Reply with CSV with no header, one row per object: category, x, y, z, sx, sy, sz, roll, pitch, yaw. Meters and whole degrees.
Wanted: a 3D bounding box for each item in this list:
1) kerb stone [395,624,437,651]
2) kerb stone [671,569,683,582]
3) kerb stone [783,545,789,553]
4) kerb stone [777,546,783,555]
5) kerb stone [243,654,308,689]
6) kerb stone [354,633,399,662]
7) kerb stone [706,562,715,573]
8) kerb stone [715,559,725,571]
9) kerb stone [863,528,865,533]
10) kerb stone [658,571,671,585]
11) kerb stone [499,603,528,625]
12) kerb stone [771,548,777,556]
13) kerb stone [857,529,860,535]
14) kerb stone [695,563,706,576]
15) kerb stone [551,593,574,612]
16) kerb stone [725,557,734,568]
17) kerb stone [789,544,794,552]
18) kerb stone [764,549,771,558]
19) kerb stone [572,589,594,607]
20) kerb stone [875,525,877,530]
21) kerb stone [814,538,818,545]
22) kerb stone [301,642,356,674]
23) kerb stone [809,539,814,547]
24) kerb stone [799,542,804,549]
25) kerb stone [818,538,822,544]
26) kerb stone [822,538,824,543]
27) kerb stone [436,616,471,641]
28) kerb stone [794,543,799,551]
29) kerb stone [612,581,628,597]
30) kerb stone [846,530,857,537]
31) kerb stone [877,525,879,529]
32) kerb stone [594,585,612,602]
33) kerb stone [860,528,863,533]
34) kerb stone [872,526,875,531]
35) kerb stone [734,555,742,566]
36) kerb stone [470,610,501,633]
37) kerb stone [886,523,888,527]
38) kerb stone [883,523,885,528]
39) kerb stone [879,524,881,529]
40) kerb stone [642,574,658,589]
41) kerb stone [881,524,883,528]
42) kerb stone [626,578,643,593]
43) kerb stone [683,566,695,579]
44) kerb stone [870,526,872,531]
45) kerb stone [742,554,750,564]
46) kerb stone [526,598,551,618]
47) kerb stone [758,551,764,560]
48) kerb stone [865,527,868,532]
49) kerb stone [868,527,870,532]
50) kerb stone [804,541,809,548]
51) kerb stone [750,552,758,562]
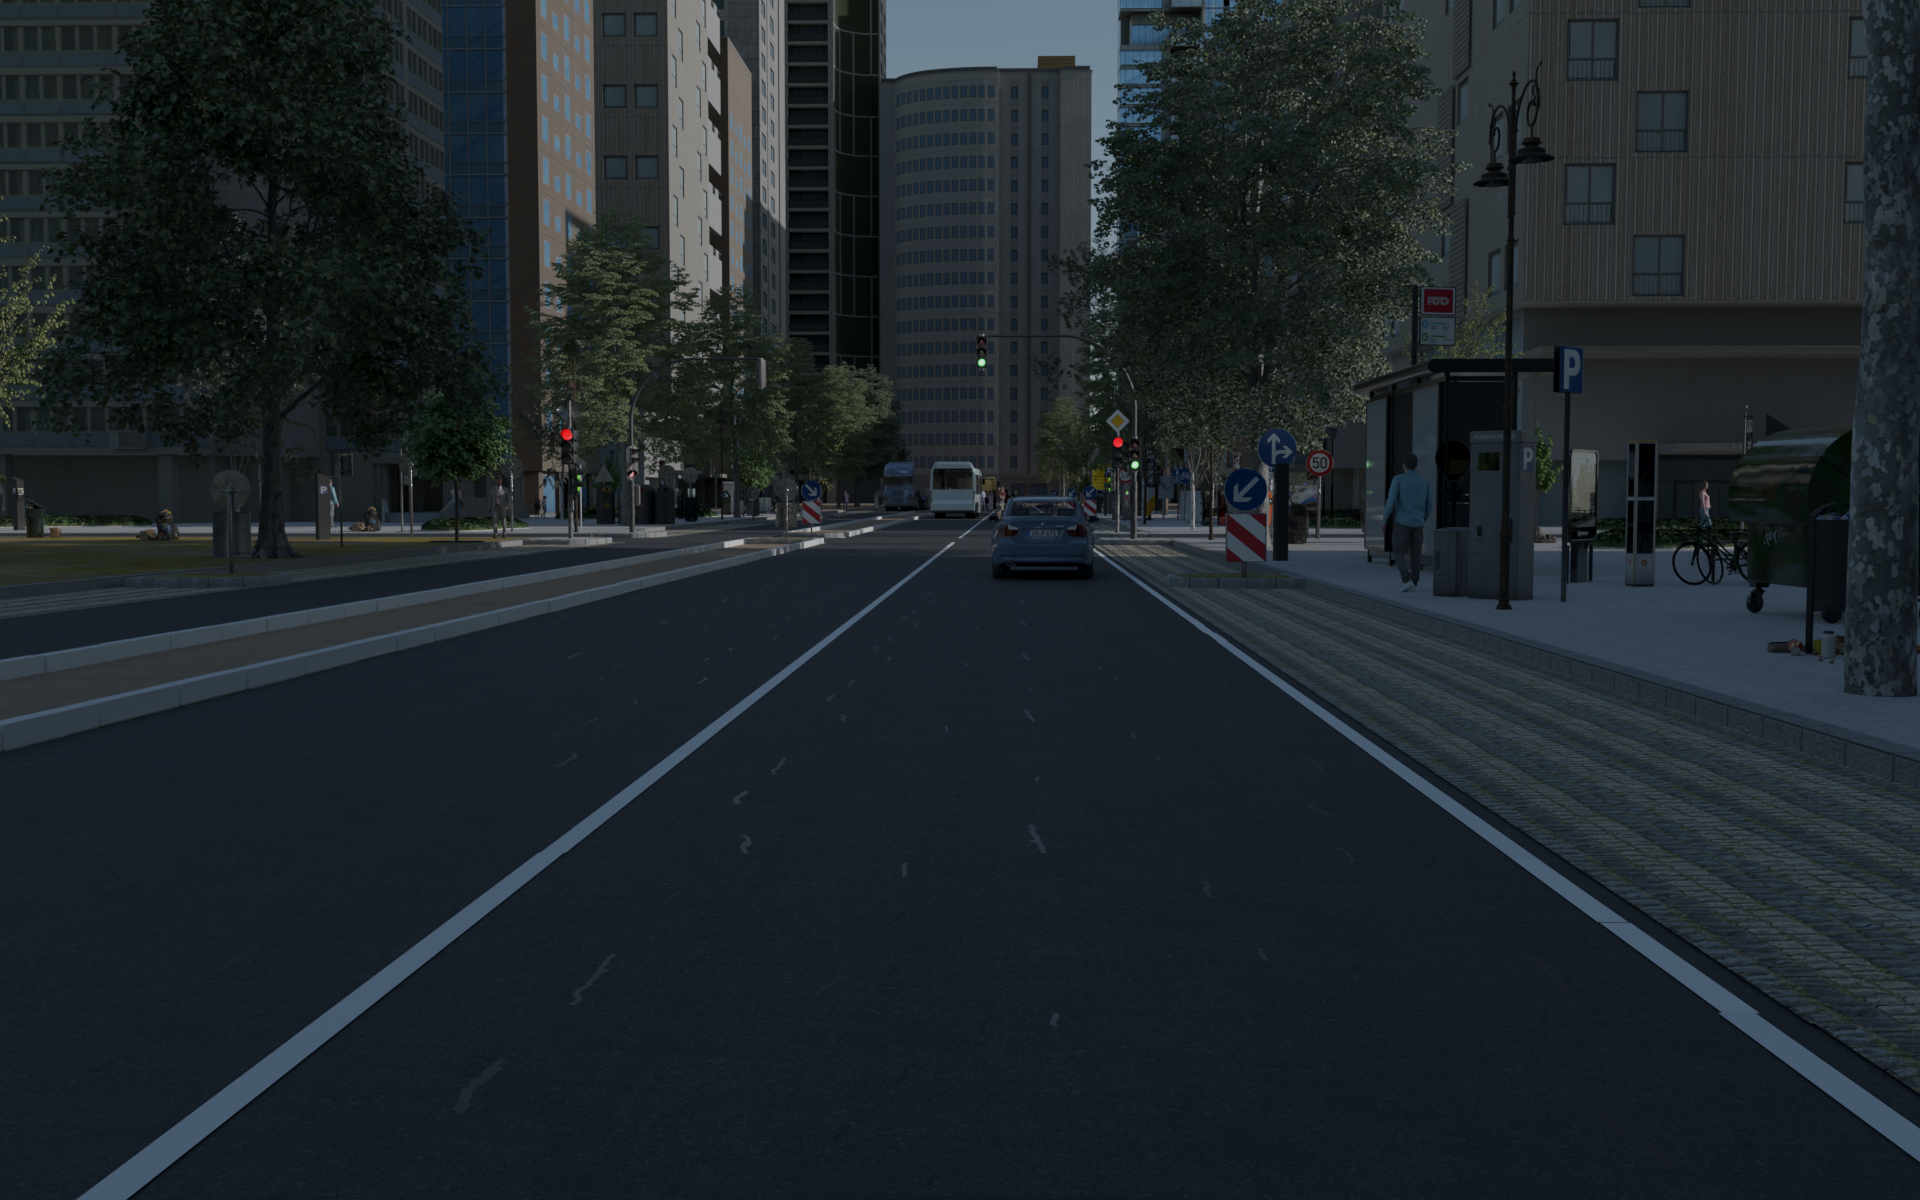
kerb stone,-5.163,0.362,16.276,0.120,0.150,1.000,0,4,2
kerb stone,-4.762,-0.389,28.554,0.120,0.150,1.000,0,4,2
kerb stone,-4.326,-1.202,41.862,0.120,0.150,1.000,0,4,2
kerb stone,-4.361,-1.137,40.837,0.120,0.150,1.000,0,4,2
kerb stone,-5.259,0.550,13.203,0.120,0.150,1.000,0,4,2
kerb stone,-5.205,0.425,15.255,0.120,0.150,1.000,0,4,2
kerb stone,-4.667,-0.577,31.634,0.120,0.150,1.000,0,4,2
kerb stone,-4.627,-0.636,32.655,0.120,0.150,1.000,0,4,2
kerb stone,-3.643,-2.491,62.924,0.120,0.150,1.000,0,4,2
kerb stone,-4.799,-0.326,27.533,0.120,0.150,1.000,0,4,2
kerb stone,-5.060,0.174,19.353,0.120,0.150,1.000,0,4,2
kerb stone,-4.390,-1.078,39.816,0.120,0.150,1.000,0,4,2
kerb stone,-3.697,-2.366,60.872,0.120,0.150,1.000,0,4,2
kerb stone,-4.692,-0.514,30.603,0.120,0.150,1.000,0,4,2
kerb stone,-4.991,0.054,21.403,0.120,0.150,1.000,0,4,2
kerb stone,-4.593,-0.702,33.676,0.120,0.150,1.000,0,4,2
kerb stone,-4.298,-1.265,42.883,0.120,0.150,1.000,0,4,2
kerb stone,-4.425,-1.015,38.792,0.120,0.150,1.000,0,4,2
kerb stone,-4.960,-0.014,22.425,0.120,0.150,1.000,0,4,2
kerb stone,-3.473,-2.804,68.044,0.120,0.150,1.000,0,4,2
kerb stone,-4.126,-1.573,48.000,0.120,0.150,1.000,0,4,2
kerb stone,-5.229,0.488,14.225,0.120,0.150,1.000,0,4,2
kerb stone,-4.161,-1.516,46.979,0.120,0.150,1.000,0,4,2
kerb stone,-4.229,-1.391,44.933,0.120,0.150,1.000,0,4,2
kerb stone,-4.100,-1.640,49.025,0.120,0.150,1.000,0,4,2
kerb stone,-4.056,-1.703,50.046,0.120,0.150,1.000,0,4,2
kerb stone,-5.126,0.299,17.306,0.120,0.150,1.000,0,4,2
kerb stone,-4.263,-1.328,43.909,0.120,0.150,1.000,0,4,2
kerb stone,-4.900,-0.132,24.469,0.120,0.150,1.000,0,4,2
kerb stone,-3.738,-2.303,59.849,0.120,0.150,1.000,0,4,2
kerb stone,-3.443,-2.867,69.069,0.120,0.150,1.000,0,4,2
kerb stone,-4.922,-0.076,23.447,0.120,0.150,1.000,0,4,2
kerb stone,-3.672,-2.423,61.902,0.120,0.150,1.000,0,4,2
kerb stone,-3.506,-2.742,67.022,0.120,0.150,1.000,0,4,2
kerb stone,-4.558,-0.764,34.699,0.120,0.150,1.000,0,4,2
kerb stone,-5.094,0.236,18.331,0.120,0.150,1.000,0,4,2
kerb stone,-3.271,-3.175,74.190,0.120,0.150,1.000,0,4,2
kerb stone,-3.331,-3.052,72.146,0.120,0.150,1.000,0,4,2
kerb stone,-3.413,-2.929,70.091,0.120,0.150,1.000,0,4,2
kerb stone,-4.830,-0.264,26.511,0.120,0.150,1.000,0,4,2
kerb stone,-3.374,-2.992,71.117,0.120,0.150,1.000,0,4,2
kerb stone,-4.872,-0.201,25.490,0.120,0.150,1.000,0,4,2
kerb stone,-4.727,-0.452,29.581,0.120,0.150,1.000,0,4,2
kerb stone,-3.541,-2.677,65.993,0.120,0.150,1.000,0,4,2
kerb stone,-4.529,-0.827,35.723,0.120,0.150,1.000,0,4,2
kerb stone,-5.036,0.111,20.382,0.120,0.150,1.000,0,4,2
kerb stone,-4.461,-0.952,37.768,0.120,0.150,1.000,0,4,2
kerb stone,-3.606,-2.553,63.945,0.120,0.150,1.000,0,4,2
kerb stone,-3.576,-2.615,64.967,0.120,0.150,1.000,0,4,2
kerb stone,-4.187,-1.450,45.955,0.120,0.150,1.000,0,4,2
kerb stone,-4.485,-0.890,36.746,0.120,0.150,1.000,0,4,2
